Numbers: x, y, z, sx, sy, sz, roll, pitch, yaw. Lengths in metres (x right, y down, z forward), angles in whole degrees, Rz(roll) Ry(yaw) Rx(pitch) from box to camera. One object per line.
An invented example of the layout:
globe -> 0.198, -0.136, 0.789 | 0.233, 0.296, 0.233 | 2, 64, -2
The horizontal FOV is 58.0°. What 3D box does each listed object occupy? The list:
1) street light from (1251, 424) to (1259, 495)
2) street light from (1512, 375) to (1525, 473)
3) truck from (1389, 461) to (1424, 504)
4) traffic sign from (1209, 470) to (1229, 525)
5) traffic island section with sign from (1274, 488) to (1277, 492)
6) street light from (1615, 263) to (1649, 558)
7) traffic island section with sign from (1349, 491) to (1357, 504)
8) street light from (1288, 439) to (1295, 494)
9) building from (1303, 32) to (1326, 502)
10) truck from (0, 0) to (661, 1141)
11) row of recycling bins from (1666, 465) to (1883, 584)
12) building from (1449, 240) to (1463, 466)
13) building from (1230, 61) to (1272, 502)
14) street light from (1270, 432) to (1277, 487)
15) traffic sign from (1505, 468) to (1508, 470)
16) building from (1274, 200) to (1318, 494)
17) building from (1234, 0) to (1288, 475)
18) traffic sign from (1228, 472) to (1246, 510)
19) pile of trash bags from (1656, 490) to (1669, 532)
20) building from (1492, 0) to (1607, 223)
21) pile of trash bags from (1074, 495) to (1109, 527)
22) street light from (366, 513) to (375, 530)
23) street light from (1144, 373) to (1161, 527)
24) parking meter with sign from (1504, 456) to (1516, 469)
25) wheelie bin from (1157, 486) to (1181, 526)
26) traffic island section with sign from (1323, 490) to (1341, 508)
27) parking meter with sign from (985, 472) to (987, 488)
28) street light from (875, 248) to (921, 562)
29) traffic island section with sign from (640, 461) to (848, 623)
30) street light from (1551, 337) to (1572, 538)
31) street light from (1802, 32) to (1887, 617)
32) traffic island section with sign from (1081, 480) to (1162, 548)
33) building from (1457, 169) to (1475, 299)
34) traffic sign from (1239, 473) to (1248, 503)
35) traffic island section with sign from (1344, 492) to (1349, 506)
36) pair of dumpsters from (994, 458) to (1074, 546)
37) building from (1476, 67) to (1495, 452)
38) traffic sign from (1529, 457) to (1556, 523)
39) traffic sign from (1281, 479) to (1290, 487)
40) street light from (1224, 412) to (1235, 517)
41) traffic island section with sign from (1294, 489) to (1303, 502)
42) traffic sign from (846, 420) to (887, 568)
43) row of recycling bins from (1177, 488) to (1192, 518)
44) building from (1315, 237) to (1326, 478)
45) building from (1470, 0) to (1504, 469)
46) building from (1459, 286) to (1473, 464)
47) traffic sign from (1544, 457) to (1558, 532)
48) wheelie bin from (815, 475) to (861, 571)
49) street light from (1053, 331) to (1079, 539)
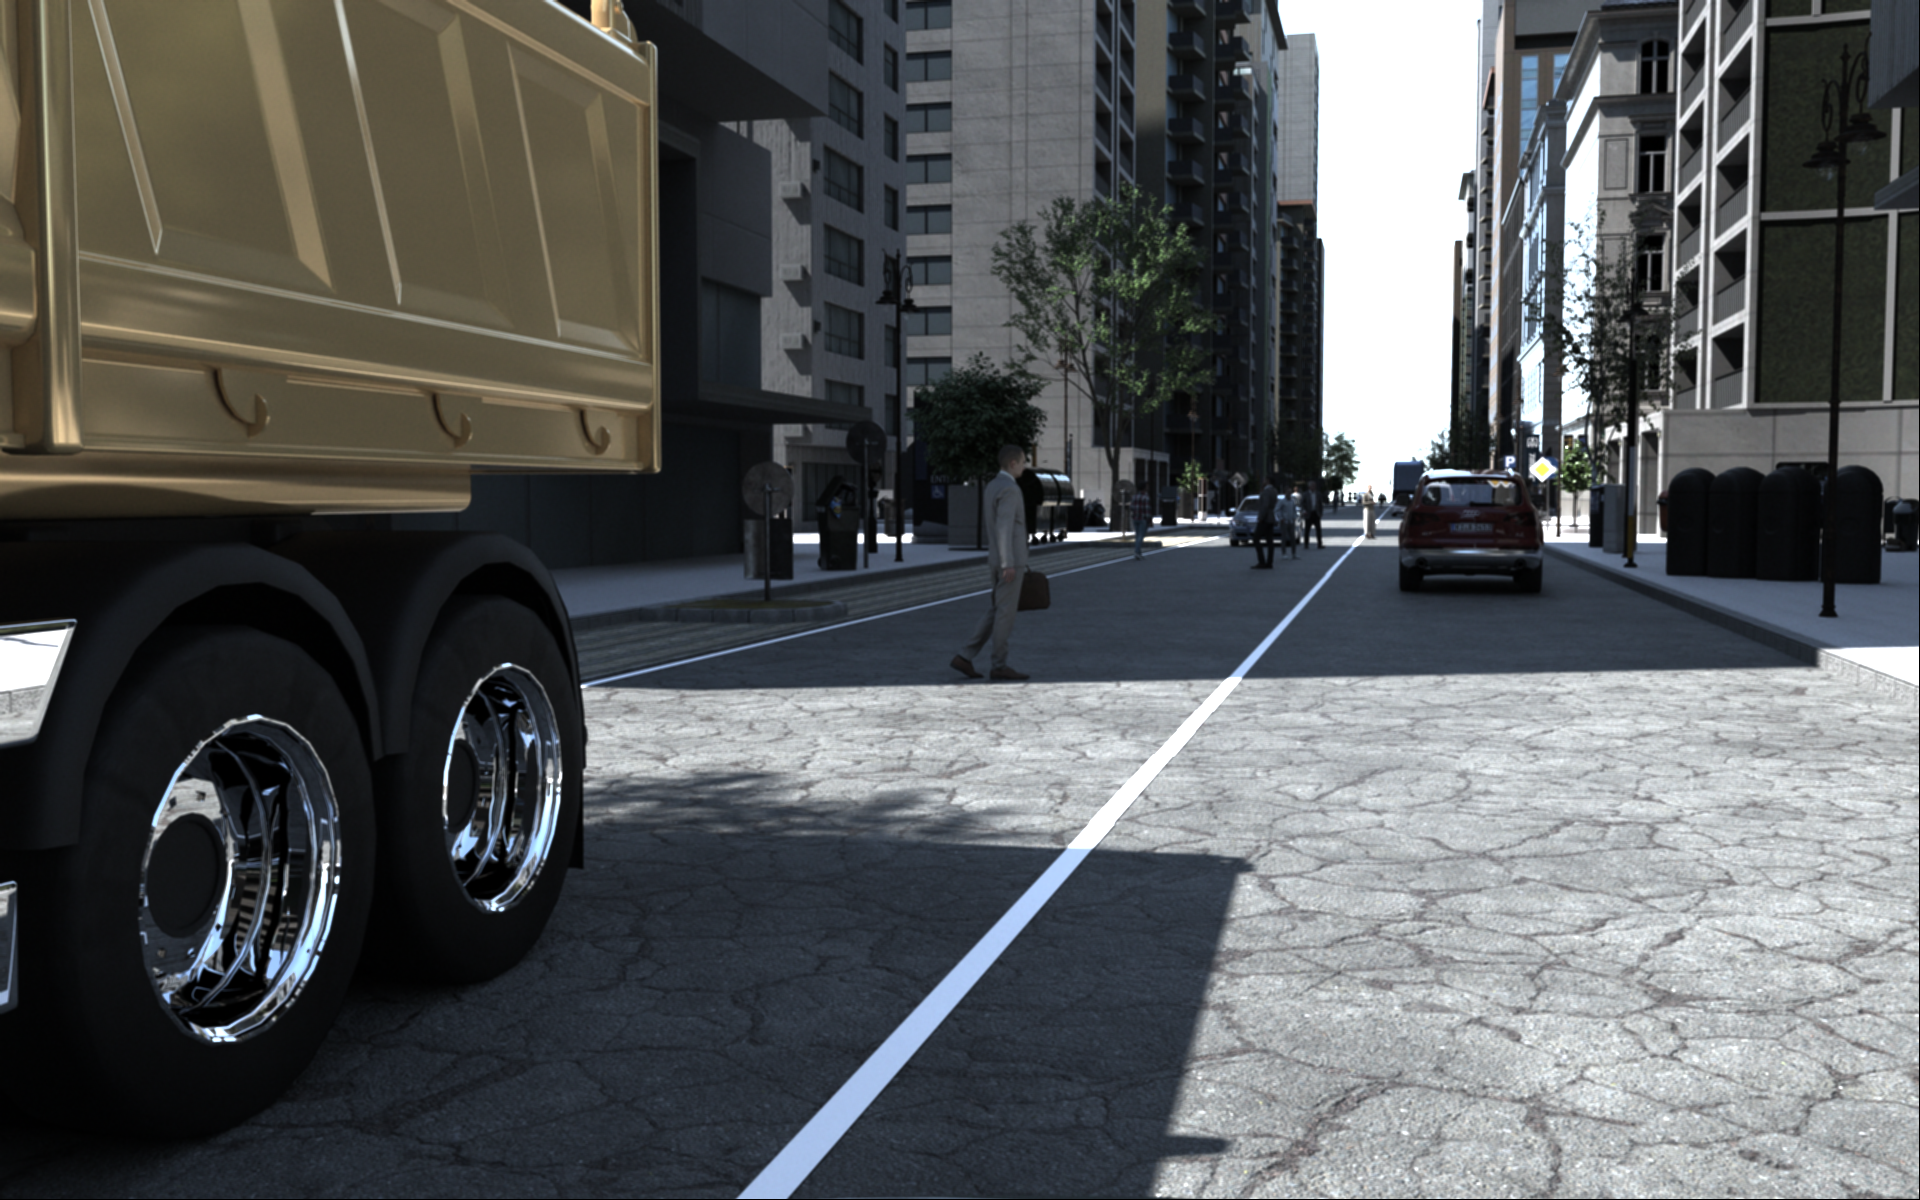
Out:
street light -> 19.040, -8.517, 112.044 | 0.468, 5.910, 1.993 | 1, 4, 14
street light -> 21.714, -5.792, 67.489 | 0.468, 5.910, 1.993 | 1, 4, 14
truck -> 35.064, -8.871, 134.800 | 2.967, 4.110, 18.799 | 1, 4, 13
traffic sign -> 10.575, -4.104, 70.750 | 0.795, 2.450, 0.064 | 1, 4, 14
traffic island section with sign -> 18.106, -5.613, 100.406 | 1.989, 1.847, 2.006 | 1, 4, 14
street light -> 13.462, -3.794, 34.816 | 0.468, 5.910, 1.993 | 1, 4, 14
traffic island section with sign -> 57.392, -15.036, 254.459 | 1.989, 1.847, 2.006 | 1, 4, 14
street light -> 27.736, -10.591, 145.954 | 0.468, 5.910, 1.993 | 1, 4, 14
building -> 48.467, -51.215, 275.615 | 20.563, 71.187, 20.611 | 1, 4, 14
truck -> -3.324, -0.361, 1.819 | 3.469, 3.379, 9.791 | 1, 4, 12
row of recycling bins -> 12.212, -1.166, 26.171 | 1.069, 1.692, 3.534 | -2, 4, -28
building -> 90.325, -39.330, 293.158 | 14.600, 45.320, 14.200 | 1, 4, 14
building -> 21.099, -29.183, 160.734 | 14.154, 41.232, 14.086 | 1, 4, 14
street light -> 23.428, -9.571, 129.281 | 0.468, 5.910, 1.993 | 1, 4, 14
traffic sign -> 21.419, -3.935, 67.974 | 0.795, 2.450, 0.064 | 1, 4, 14
building -> 40.478, -36.587, 252.815 | 22.147, 44.769, 28.867 | 1, 4, 14
building -> 19.011, -36.288, 182.555 | 28.713, 52.752, 27.495 | 1, 4, 14
traffic sign -> 12.549, -4.578, 78.488 | 0.795, 2.450, 0.064 | 1, 4, 14
pile of trash bags -> 16.895, -1.755, 38.454 | 3.447, 1.369, 1.912 | -1, 4, -22
building -> 54.730, -30.799, 153.678 | 14.600, 45.320, 14.200 | 1, 4, 14
pile of trash bags -> 4.644, -3.618, 68.906 | 1.912, 1.369, 3.447 | -1, 4, -10
street light -> -5.500, -2.645, 16.040 | 0.468, 5.910, 1.993 | 1, 4, 14
street light -> 7.367, -5.728, 66.444 | 0.468, 5.910, 1.993 | 1, 4, 14
parking meter with sign -> 24.874, -5.001, 78.026 | 0.543, 3.016, 1.738 | 1, 4, 10
wheelie bin -> 8.418, -3.781, 69.735 | 0.980, 1.594, 0.693 | 1, 4, 17
traffic island section with sign -> 37.170, -10.185, 175.148 | 1.989, 1.847, 2.006 | 1, 4, 14
parking meter with sign -> 1.825, -4.443, 68.902 | 1.738, 3.016, 0.543 | -1, 4, -18
street light -> -1.162, -3.670, 32.796 | 0.468, 5.910, 1.993 | 1, 4, 14
traffic island section with sign -> -2.389, -0.698, 20.044 | 1.989, 1.847, 2.006 | 1, 4, 14
street light -> 17.687, -4.785, 51.026 | 0.468, 5.910, 1.993 | 1, 4, 14
street light -> 9.088, -2.762, 17.948 | 0.468, 5.910, 1.993 | 1, 4, 14
traffic island section with sign -> 4.408, -2.327, 46.672 | 1.989, 1.847, 2.006 | 1, 4, 14
building -> 92.691, -41.688, 270.835 | 28.713, 52.752, 27.495 | 1, 4, 14
traffic sign -> 16.673, -6.265, 102.537 | 0.768, 2.556, 0.104 | 1, 4, 15
traffic island section with sign -> 43.916, -11.805, 201.632 | 1.989, 1.847, 2.006 | 1, 4, 14
pair of dumpsters -> 1.835, -2.602, 45.034 | 1.574, 2.255, 4.437 | 1, 4, 14
building -> 63.871, -31.765, 173.987 | 22.147, 44.769, 28.867 | 1, 4, 14
traffic sign -> 17.968, -3.199, 53.486 | 0.795, 2.450, 0.064 | 1, 4, 19
traffic sign -> 26.827, -8.726, 142.779 | 0.768, 2.556, 0.104 | 1, 4, 21
street light -> 14.914, -7.528, 95.871 | 0.468, 5.910, 1.993 | 1, 4, 14
traffic island section with sign -> 24.859, -7.232, 126.874 | 1.989, 1.847, 2.006 | 1, 4, 14
traffic sign -> -1.630, -1.826, 29.959 | 0.768, 2.556, 0.104 | 1, 4, 19
row of recycling bins -> 11.827, -5.249, 92.933 | 1.069, 1.692, 3.534 | 0, 4, -5
building -> 54.433, -39.375, 293.894 | 14.600, 45.320, 14.200 | 1, 4, 14
building -> 70.572, -40.322, 201.260 | 21.231, 58.520, 28.212 | 1, 4, 14
building -> 80.092, -29.414, 252.626 | 14.160, 30.474, 14.107 | 1, 4, 14
traffic sign -> 20.014, -3.597, 58.920 | 0.768, 2.556, 0.104 | 1, 4, 19
wheelie bin -> -2.050, -1.308, 29.296 | 0.693, 1.594, 0.980 | -1, 4, -19
street light -> 3.012, -4.681, 49.330 | 0.468, 5.910, 1.993 | 1, 4, 14
